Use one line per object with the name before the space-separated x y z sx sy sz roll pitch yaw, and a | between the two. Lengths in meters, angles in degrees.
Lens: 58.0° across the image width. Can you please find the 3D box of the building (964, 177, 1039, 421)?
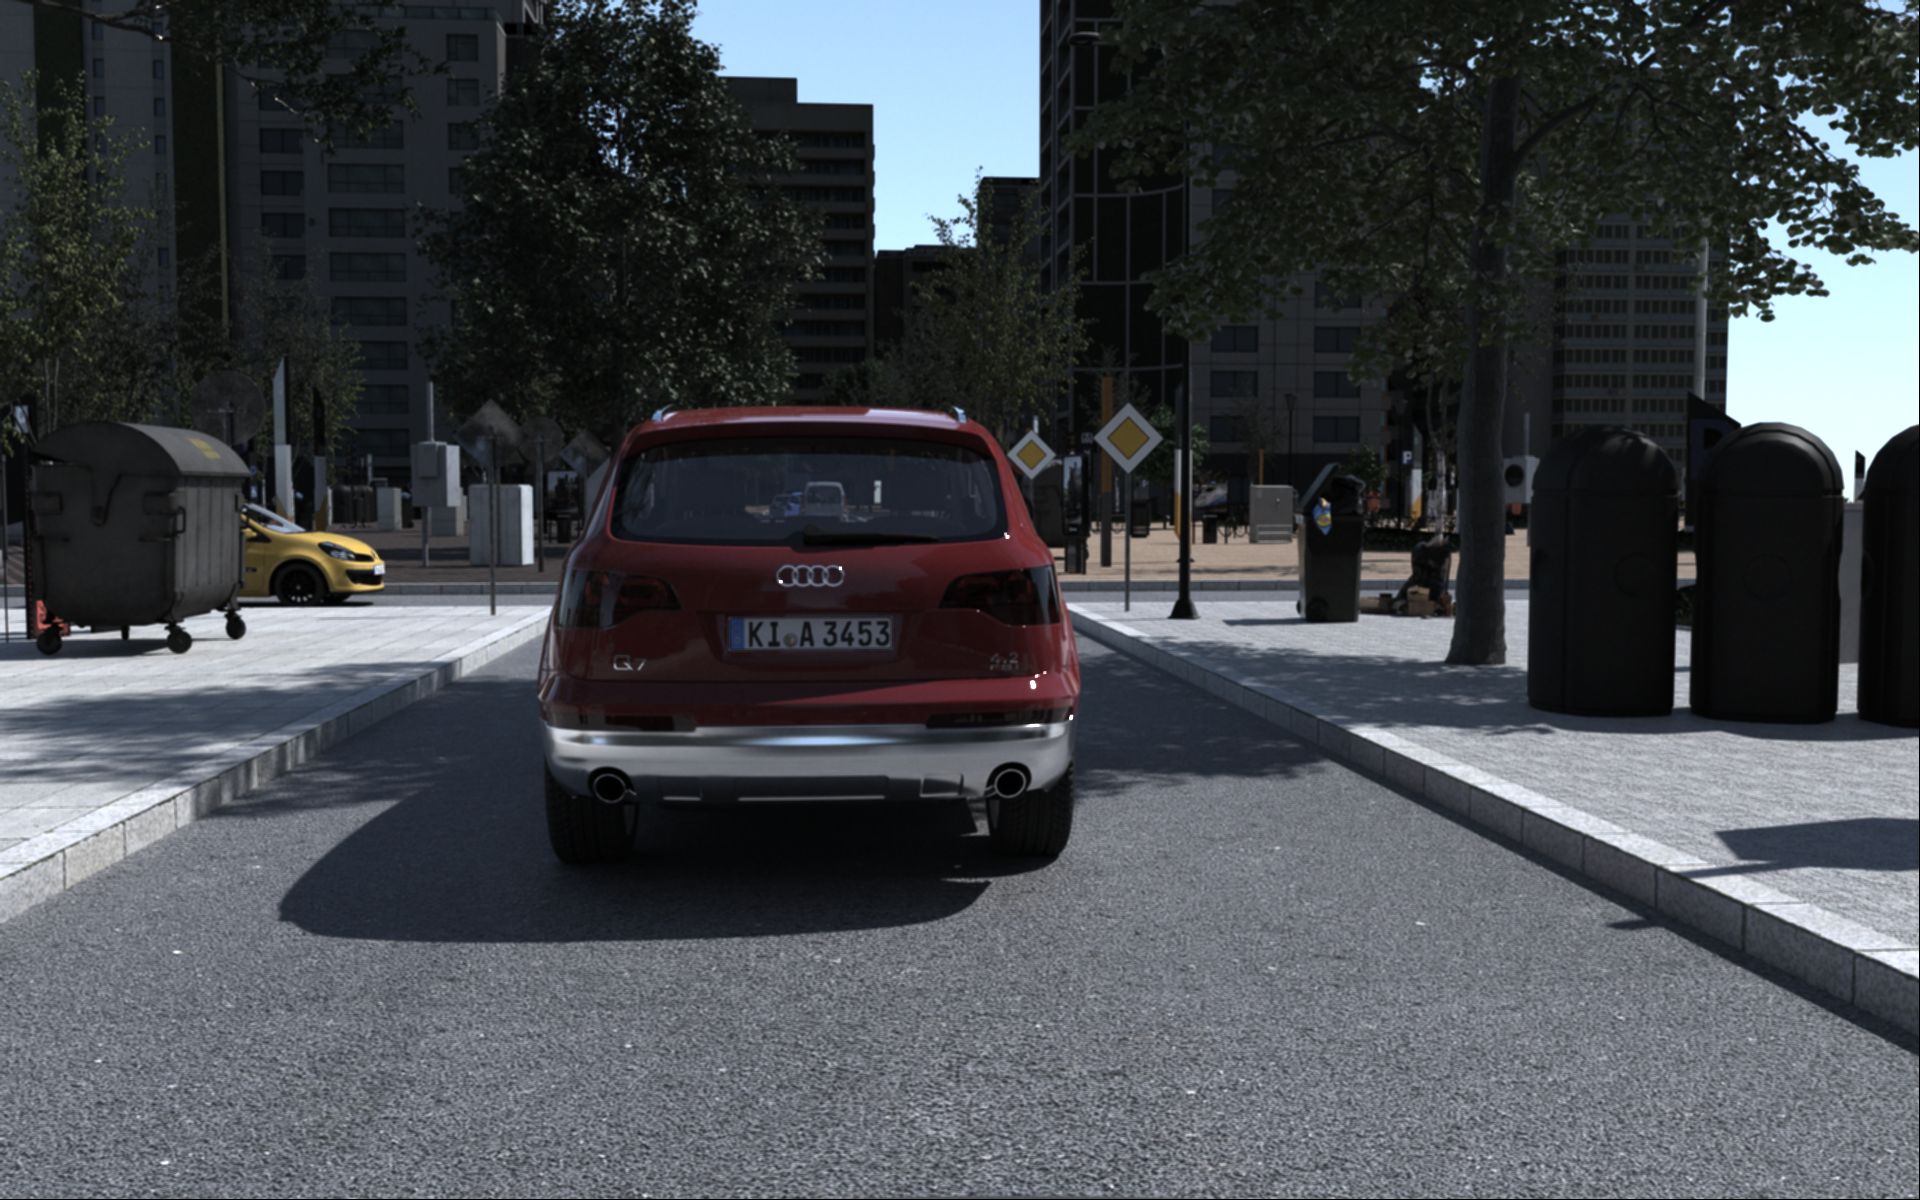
building | 8.352 -23.792 160.692 14.160 30.474 14.107 0 4 -5

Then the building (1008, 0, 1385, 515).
building | 14.525 -41.262 112.886 20.563 71.187 20.611 0 4 -5

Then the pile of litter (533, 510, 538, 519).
pile of litter | -21.940 -4.496 87.475 1.719 0.858 1.176 -2 4 -24

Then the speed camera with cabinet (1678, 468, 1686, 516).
speed camera with cabinet | 42.227 -6.425 99.377 0.660 3.252 2.038 -2 4 -26

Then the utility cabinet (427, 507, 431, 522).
utility cabinet | -24.079 -4.182 79.537 0.306 1.237 1.020 3 5 45

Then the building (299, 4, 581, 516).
building | -31.366 -20.493 106.766 14.160 30.474 14.107 0 4 -5

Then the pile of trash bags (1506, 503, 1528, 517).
pile of trash bags | 30.400 -4.952 90.723 3.447 1.369 1.912 2 4 32

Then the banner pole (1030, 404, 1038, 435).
banner pole | 2.077 -3.572 48.427 0.401 3.779 0.863 1 4 19

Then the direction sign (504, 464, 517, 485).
direction sign | -17.560 -4.629 67.675 0.876 3.537 0.379 3 5 44

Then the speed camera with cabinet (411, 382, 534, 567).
speed camera with cabinet | -8.657 -2.227 30.754 2.038 3.252 0.660 1 4 9

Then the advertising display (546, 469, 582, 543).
advertising display | -10.324 -2.442 45.141 0.974 1.923 0.123 1 4 18

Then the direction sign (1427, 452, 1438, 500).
direction sign | 25.265 -6.146 92.480 0.876 3.537 0.379 -2 4 -33

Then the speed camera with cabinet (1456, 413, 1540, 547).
speed camera with cabinet | 13.267 -2.964 42.798 0.660 3.252 2.038 -3 4 -37

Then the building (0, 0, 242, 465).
building | -72.918 -37.156 149.497 28.212 58.520 21.231 0 4 -5

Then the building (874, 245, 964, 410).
building | -3.011 -26.421 203.679 14.107 30.474 14.160 0 4 -5

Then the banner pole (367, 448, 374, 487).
banner pole | -32.091 -6.388 94.455 0.863 3.779 0.401 3 5 42

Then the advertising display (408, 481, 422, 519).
advertising display | -27.671 -5.084 88.333 0.123 1.923 0.974 3 5 41

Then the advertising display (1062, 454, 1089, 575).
advertising display | 1.862 -1.392 27.971 0.123 1.923 0.974 -1 4 -16

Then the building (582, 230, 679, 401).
building | -44.340 -31.619 208.857 23.993 40.220 32.217 0 4 -5

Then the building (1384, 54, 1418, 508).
building | 29.960 -32.717 158.626 21.600 48.544 21.300 0 4 -5

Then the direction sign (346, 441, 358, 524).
direction sign | -26.092 -5.038 74.374 0.876 3.537 0.379 3 5 43

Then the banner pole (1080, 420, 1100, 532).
banner pole | 4.481 -4.217 58.965 0.863 3.779 0.401 1 4 14

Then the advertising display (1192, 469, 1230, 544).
advertising display | 6.486 -2.427 44.889 0.974 1.923 0.123 1 4 18

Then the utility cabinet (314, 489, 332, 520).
utility cabinet | -30.511 -4.561 83.254 0.318 1.500 1.173 1 4 18

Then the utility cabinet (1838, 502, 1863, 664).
utility cabinet | 6.387 -0.117 13.078 1.020 1.237 0.306 -2 4 -24

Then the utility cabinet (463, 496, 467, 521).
utility cabinet | -24.090 -4.405 83.181 1.020 1.237 0.306 3 4 38

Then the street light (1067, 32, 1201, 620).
street light | 1.777 -2.759 17.656 1.470 5.913 1.316 0 4 -5

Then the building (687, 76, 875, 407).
building | -21.164 -35.582 205.470 21.600 48.544 21.300 0 4 -5

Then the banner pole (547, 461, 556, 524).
banner pole | -17.593 -5.122 73.754 0.401 3.779 0.863 2 4 28

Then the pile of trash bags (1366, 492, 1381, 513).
pile of trash bags | 17.250 -4.161 77.793 3.447 1.369 1.912 -1 4 -11

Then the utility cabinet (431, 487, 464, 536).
utility cabinet | -15.615 -2.697 52.767 1.173 1.500 0.318 2 4 35

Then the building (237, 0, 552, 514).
building | -37.409 -41.842 122.373 20.563 71.187 20.611 0 4 -5

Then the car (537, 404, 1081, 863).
car | -0.701 0.021 8.329 2.281 1.827 5.304 0 4 -5

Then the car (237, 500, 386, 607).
car | -9.456 -0.731 22.180 3.980 1.641 2.015 0 4 -5

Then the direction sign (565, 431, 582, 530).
direction sign | -13.634 -4.274 61.876 0.876 3.537 0.379 0 4 -7

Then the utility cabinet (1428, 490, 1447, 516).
utility cabinet | 27.691 -5.628 100.697 1.173 1.500 0.318 0 4 1

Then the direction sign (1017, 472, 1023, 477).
direction sign | 2.986 -5.455 81.189 0.379 3.537 0.876 -3 5 -40

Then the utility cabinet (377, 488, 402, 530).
utility cabinet | -20.009 -3.187 60.781 1.173 1.500 0.318 3 5 44

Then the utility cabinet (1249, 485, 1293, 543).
utility cabinet | 8.035 -2.203 44.690 1.173 1.500 0.318 -2 4 -28

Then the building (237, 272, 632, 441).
building | -43.173 -18.672 150.321 28.899 21.520 27.650 0 4 -5

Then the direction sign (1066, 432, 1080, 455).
direction sign | 4.311 -4.359 63.268 0.876 3.537 0.379 1 4 12

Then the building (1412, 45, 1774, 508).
building | 53.090 -28.401 156.242 23.993 40.220 32.217 0 4 -5

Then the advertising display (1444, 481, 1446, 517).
advertising display | 23.756 -4.906 85.421 0.123 1.923 0.974 2 4 32

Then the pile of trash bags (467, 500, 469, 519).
pile of trash bags | -24.420 -4.973 91.058 3.447 1.369 1.912 1 4 10

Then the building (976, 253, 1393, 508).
building | 16.513 -18.028 139.803 27.650 21.520 28.899 0 4 -5
